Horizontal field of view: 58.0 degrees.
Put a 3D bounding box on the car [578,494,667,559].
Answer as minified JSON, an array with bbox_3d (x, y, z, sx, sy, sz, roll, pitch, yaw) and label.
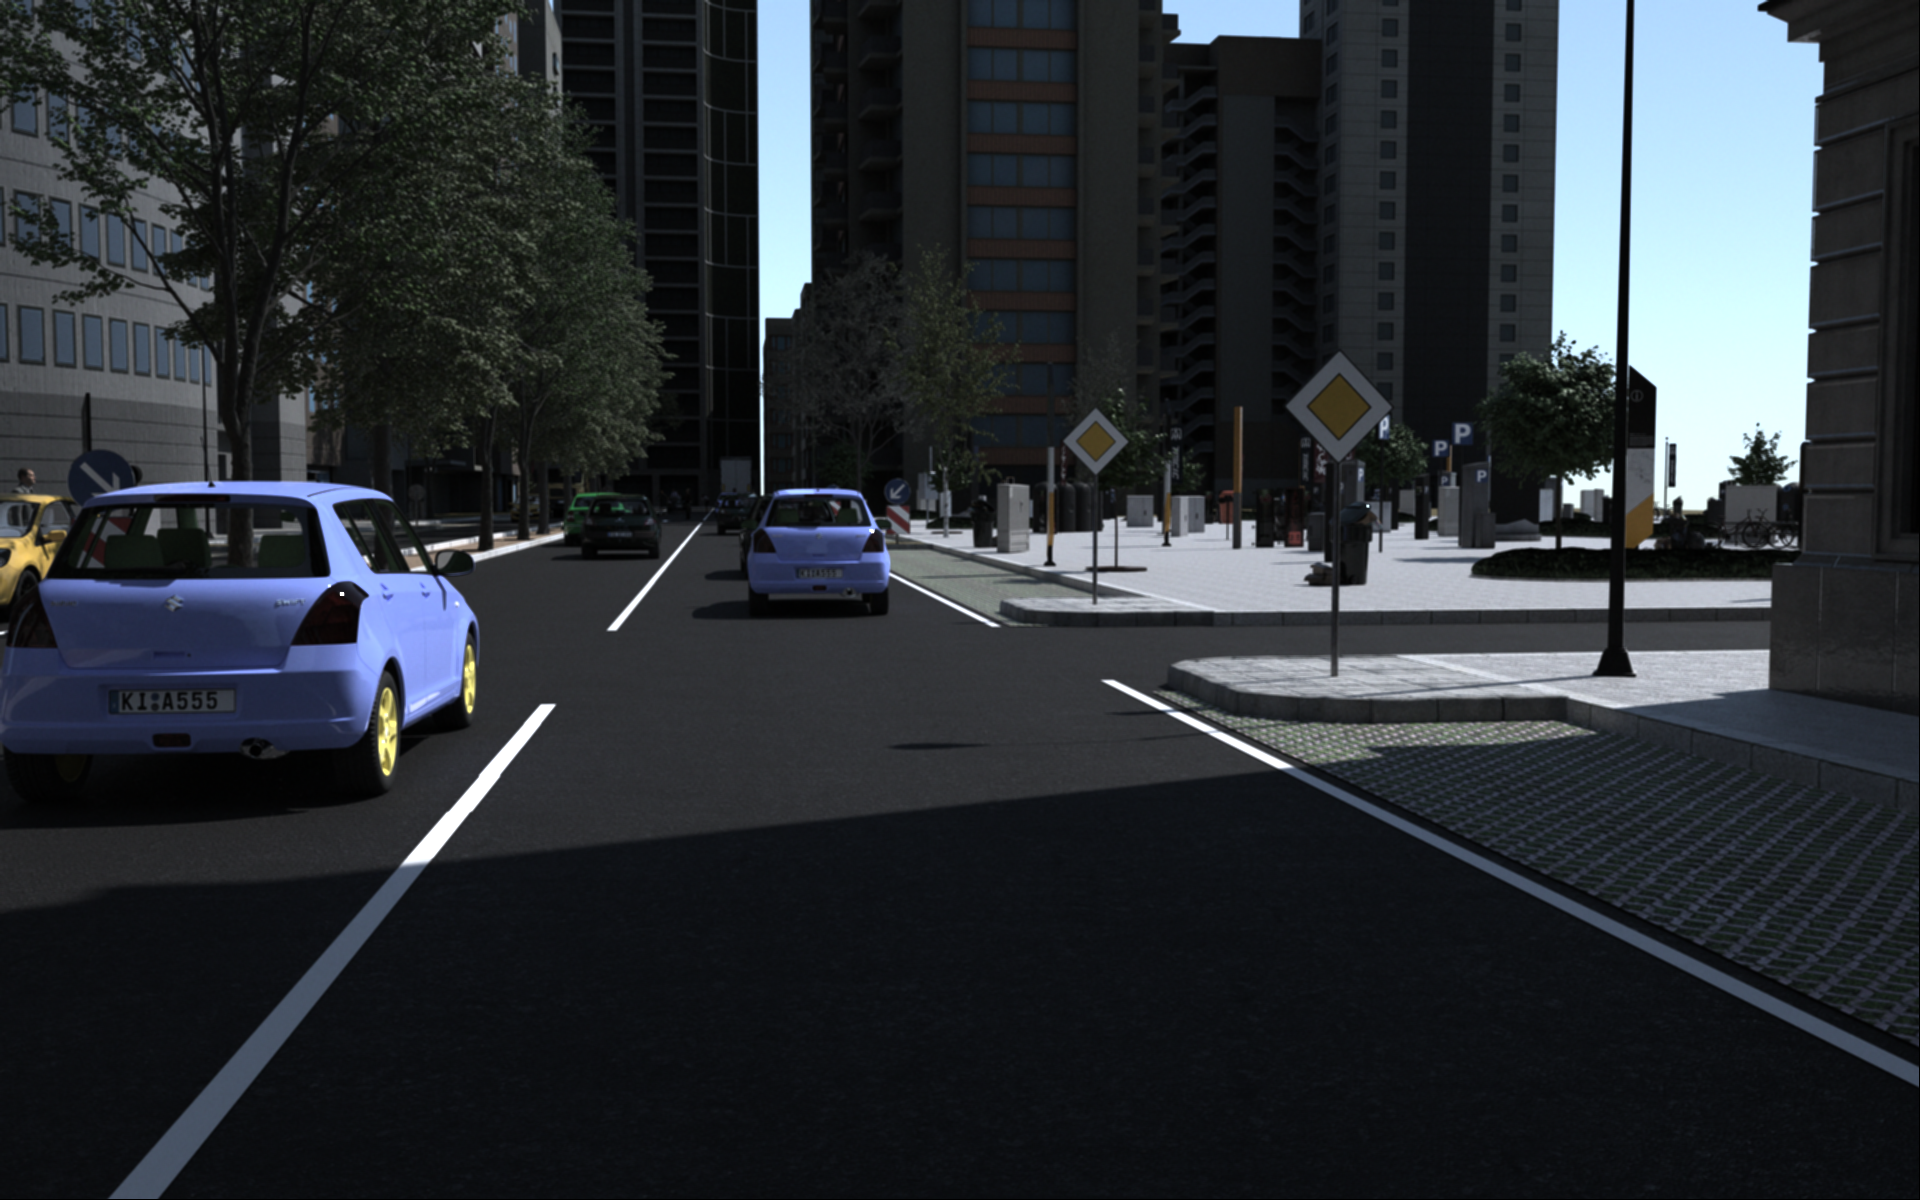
[{"bbox_3d":[-7.715,-1.821,39.561,2.009,1.686,4.222,-1,4,-9],"label":"car"}]

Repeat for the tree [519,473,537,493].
[{"bbox_3d":[-34.488,-8.756,137.767,1.663,3.219,1.824,0,3,0],"label":"tree"}]

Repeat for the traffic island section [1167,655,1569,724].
[{"bbox_3d":[2.654,0.616,12.204,2.009,0.180,2.903,0,4,-8],"label":"traffic island section"}]

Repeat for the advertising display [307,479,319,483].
[{"bbox_3d":[-28.224,-4.292,75.394,0.974,1.923,0.123,2,4,34],"label":"advertising display"}]

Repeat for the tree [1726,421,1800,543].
[{"bbox_3d":[21.281,-3.160,46.263,1.663,3.219,1.824,0,3,0],"label":"tree"}]

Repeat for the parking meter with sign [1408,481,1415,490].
[{"bbox_3d":[24.617,-5.915,92.972,0.543,3.016,1.738,-2,4,-26],"label":"parking meter with sign"}]

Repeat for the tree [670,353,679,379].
[{"bbox_3d":[-16.377,-9.548,76.700,7.486,12.596,7.792,0,3,0],"label":"tree"}]

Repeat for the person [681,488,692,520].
[{"bbox_3d":[-15.378,-5.402,97.338,0.721,1.766,1.217,-3,4,-36],"label":"person"}]

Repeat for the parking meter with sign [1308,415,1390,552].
[{"bbox_3d":[8.602,-2.584,38.508,1.738,3.016,0.543,3,4,38],"label":"parking meter with sign"}]

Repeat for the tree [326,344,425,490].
[{"bbox_3d":[-25.247,-7.629,75.094,4.360,8.622,3.978,0,3,0],"label":"tree"}]

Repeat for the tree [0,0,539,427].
[{"bbox_3d":[-9.347,-5.757,22.342,9.928,11.665,9.643,0,3,0],"label":"tree"}]

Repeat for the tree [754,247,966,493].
[{"bbox_3d":[-4.889,-10.697,85.263,12.009,13.543,11.850,0,3,0],"label":"tree"}]

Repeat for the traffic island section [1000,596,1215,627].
[{"bbox_3d":[1.584,0.132,20.117,2.009,0.180,2.903,0,4,-8],"label":"traffic island section"}]

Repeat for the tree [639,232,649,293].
[{"bbox_3d":[-11.690,-7.004,42.735,9.928,11.665,9.643,0,3,0],"label":"tree"}]

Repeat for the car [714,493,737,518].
[{"bbox_3d":[-14.235,-5.951,106.886,1.945,1.707,3.694,0,4,-6],"label":"car"}]

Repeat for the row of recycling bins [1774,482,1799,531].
[{"bbox_3d":[29.027,-3.214,59.669,1.069,1.692,3.534,-1,4,-19],"label":"row of recycling bins"}]

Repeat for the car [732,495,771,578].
[{"bbox_3d":[-3.037,-1.292,30.909,2.009,1.686,4.222,-1,4,-9],"label":"car"}]

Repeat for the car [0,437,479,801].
[{"bbox_3d":[-3.704,0.009,9.446,1.945,1.707,3.694,0,4,-7],"label":"car"}]

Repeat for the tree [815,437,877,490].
[{"bbox_3d":[-6.298,-6.908,96.664,4.285,4.588,4.351,0,3,0],"label":"tree"}]

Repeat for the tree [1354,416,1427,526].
[{"bbox_3d":[17.454,-5.331,70.883,4.285,4.588,4.351,0,3,0],"label":"tree"}]

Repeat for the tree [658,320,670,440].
[{"bbox_3d":[-15.807,-9.086,69.136,7.486,12.596,7.792,0,3,0],"label":"tree"}]

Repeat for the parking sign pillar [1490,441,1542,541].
[{"bbox_3d":[15.237,-3.612,47.536,1.447,3.967,1.447,1,4,16],"label":"parking sign pillar"}]

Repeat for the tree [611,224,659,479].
[{"bbox_3d":[-14.962,-8.625,61.610,7.486,12.596,7.792,0,3,0],"label":"tree"}]

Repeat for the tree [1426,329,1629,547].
[{"bbox_3d":[11.982,-3.115,34.649,4.285,4.588,4.351,0,3,0],"label":"tree"}]

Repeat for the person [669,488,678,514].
[{"bbox_3d":[-20.408,-7.021,123.163,0.709,1.838,0.599,2,4,30],"label":"person"}]

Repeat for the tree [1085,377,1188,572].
[{"bbox_3d":[2.577,-2.092,28.805,1.663,3.219,1.824,0,3,0],"label":"tree"}]

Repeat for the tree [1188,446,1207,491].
[{"bbox_3d":[7.542,-3.958,59.317,1.663,3.219,1.824,0,3,0],"label":"tree"}]

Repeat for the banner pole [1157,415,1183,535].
[{"bbox_3d":[6.647,-3.951,54.611,0.863,3.779,0.401,2,4,24],"label":"banner pole"}]

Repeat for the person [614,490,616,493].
[{"bbox_3d":[-29.865,-8.621,149.471,0.705,1.822,1.348,0,4,-7],"label":"person"}]

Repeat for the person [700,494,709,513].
[{"bbox_3d":[-19.028,-7.185,129.158,0.628,1.438,0.799,0,4,-5],"label":"person"}]

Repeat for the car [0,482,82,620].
[{"bbox_3d":[-11.466,-0.637,20.635,2.015,1.641,3.980,0,4,-6],"label":"car"}]

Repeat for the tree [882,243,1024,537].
[{"bbox_3d":[-0.356,-6.141,50.765,4.737,8.622,4.395,0,3,0],"label":"tree"}]

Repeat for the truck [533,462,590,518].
[{"bbox_3d":[-24.090,-6.780,106.770,3.469,3.379,9.791,0,4,-7],"label":"truck"}]

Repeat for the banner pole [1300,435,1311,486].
[{"bbox_3d":[12.939,-4.535,64.164,0.863,3.779,0.401,3,5,40],"label":"banner pole"}]

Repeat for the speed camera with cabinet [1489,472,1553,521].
[{"bbox_3d":[18.491,-3.843,57.175,2.038,3.252,0.660,0,4,-5],"label":"speed camera with cabinet"}]

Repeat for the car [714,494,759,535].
[{"bbox_3d":[-7.761,-3.175,61.706,2.009,1.686,4.222,0,4,-7],"label":"car"}]

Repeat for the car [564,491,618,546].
[{"bbox_3d":[-10.203,-2.472,49.207,1.959,1.807,4.718,0,4,-7],"label":"car"}]

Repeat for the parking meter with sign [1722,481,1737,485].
[{"bbox_3d":[43.500,-6.220,97.963,1.738,3.016,0.543,0,4,1],"label":"parking meter with sign"}]

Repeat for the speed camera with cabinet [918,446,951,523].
[{"bbox_3d":[-0.748,-4.781,72.511,2.038,3.252,0.660,-2,4,-33],"label":"speed camera with cabinet"}]

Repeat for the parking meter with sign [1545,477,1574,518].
[{"bbox_3d":[26.234,-4.908,76.507,1.738,3.016,0.543,3,5,43],"label":"parking meter with sign"}]

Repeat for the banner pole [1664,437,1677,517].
[{"bbox_3d":[30.984,-5.237,75.639,0.401,3.779,0.863,-1,4,-16],"label":"banner pole"}]

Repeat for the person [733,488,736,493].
[{"bbox_3d":[-15.061,-6.570,115.859,1.348,1.831,0.705,-3,5,-39],"label":"person"}]

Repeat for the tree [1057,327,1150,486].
[{"bbox_3d":[6.251,-7.737,76.870,4.360,8.622,3.978,0,3,0],"label":"tree"}]

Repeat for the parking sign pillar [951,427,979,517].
[{"bbox_3d":[0.202,-4.996,70.155,1.447,3.967,1.447,-3,4,-38],"label":"parking sign pillar"}]

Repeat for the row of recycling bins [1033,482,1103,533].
[{"bbox_3d":[3.713,-3.148,58.587,1.069,1.692,3.534,3,4,38],"label":"row of recycling bins"}]

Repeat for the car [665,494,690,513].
[{"bbox_3d":[-21.275,-7.410,130.946,2.009,1.686,4.222,-1,4,-9],"label":"car"}]

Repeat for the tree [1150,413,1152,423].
[{"bbox_3d":[8.098,-8.828,94.692,4.360,8.622,3.978,0,3,0],"label":"tree"}]

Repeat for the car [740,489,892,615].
[{"bbox_3d":[-1.809,-0.749,21.841,1.945,1.707,3.694,0,4,-6],"label":"car"}]

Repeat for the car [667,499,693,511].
[{"bbox_3d":[-23.046,-7.970,142.113,2.131,1.459,4.920,0,4,-6],"label":"car"}]

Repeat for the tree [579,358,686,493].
[{"bbox_3d":[-17.660,-9.060,85.004,8.767,10.594,7.601,0,4,-8],"label":"tree"}]

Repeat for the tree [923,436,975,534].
[{"bbox_3d":[-0.529,-3.777,56.363,1.663,3.219,1.824,0,3,0],"label":"tree"}]

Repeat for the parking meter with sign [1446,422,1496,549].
[{"bbox_3d":[12.314,-2.762,41.415,0.543,3.016,1.738,0,4,-7],"label":"parking meter with sign"}]

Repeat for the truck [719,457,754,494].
[{"bbox_3d":[-17.539,-8.990,135.901,2.839,4.237,11.283,0,4,-7],"label":"truck"}]

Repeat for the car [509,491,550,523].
[{"bbox_3d":[-21.537,-4.686,86.841,2.015,1.641,3.980,-1,4,-9],"label":"car"}]

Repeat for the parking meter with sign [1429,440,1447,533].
[{"bbox_3d":[15.887,-3.679,56.417,0.543,3.016,1.738,2,4,31],"label":"parking meter with sign"}]

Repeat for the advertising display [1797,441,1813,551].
[{"bbox_3d":[10.698,-0.997,21.514,0.974,1.923,0.123,-3,5,-39],"label":"advertising display"}]

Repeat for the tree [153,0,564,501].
[{"bbox_3d":[-10.655,-6.790,31.606,7.486,12.596,7.792,0,3,0],"label":"tree"}]

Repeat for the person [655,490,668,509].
[{"bbox_3d":[-28.901,-9.743,167.814,1.348,1.821,0.705,1,4,10],"label":"person"}]
